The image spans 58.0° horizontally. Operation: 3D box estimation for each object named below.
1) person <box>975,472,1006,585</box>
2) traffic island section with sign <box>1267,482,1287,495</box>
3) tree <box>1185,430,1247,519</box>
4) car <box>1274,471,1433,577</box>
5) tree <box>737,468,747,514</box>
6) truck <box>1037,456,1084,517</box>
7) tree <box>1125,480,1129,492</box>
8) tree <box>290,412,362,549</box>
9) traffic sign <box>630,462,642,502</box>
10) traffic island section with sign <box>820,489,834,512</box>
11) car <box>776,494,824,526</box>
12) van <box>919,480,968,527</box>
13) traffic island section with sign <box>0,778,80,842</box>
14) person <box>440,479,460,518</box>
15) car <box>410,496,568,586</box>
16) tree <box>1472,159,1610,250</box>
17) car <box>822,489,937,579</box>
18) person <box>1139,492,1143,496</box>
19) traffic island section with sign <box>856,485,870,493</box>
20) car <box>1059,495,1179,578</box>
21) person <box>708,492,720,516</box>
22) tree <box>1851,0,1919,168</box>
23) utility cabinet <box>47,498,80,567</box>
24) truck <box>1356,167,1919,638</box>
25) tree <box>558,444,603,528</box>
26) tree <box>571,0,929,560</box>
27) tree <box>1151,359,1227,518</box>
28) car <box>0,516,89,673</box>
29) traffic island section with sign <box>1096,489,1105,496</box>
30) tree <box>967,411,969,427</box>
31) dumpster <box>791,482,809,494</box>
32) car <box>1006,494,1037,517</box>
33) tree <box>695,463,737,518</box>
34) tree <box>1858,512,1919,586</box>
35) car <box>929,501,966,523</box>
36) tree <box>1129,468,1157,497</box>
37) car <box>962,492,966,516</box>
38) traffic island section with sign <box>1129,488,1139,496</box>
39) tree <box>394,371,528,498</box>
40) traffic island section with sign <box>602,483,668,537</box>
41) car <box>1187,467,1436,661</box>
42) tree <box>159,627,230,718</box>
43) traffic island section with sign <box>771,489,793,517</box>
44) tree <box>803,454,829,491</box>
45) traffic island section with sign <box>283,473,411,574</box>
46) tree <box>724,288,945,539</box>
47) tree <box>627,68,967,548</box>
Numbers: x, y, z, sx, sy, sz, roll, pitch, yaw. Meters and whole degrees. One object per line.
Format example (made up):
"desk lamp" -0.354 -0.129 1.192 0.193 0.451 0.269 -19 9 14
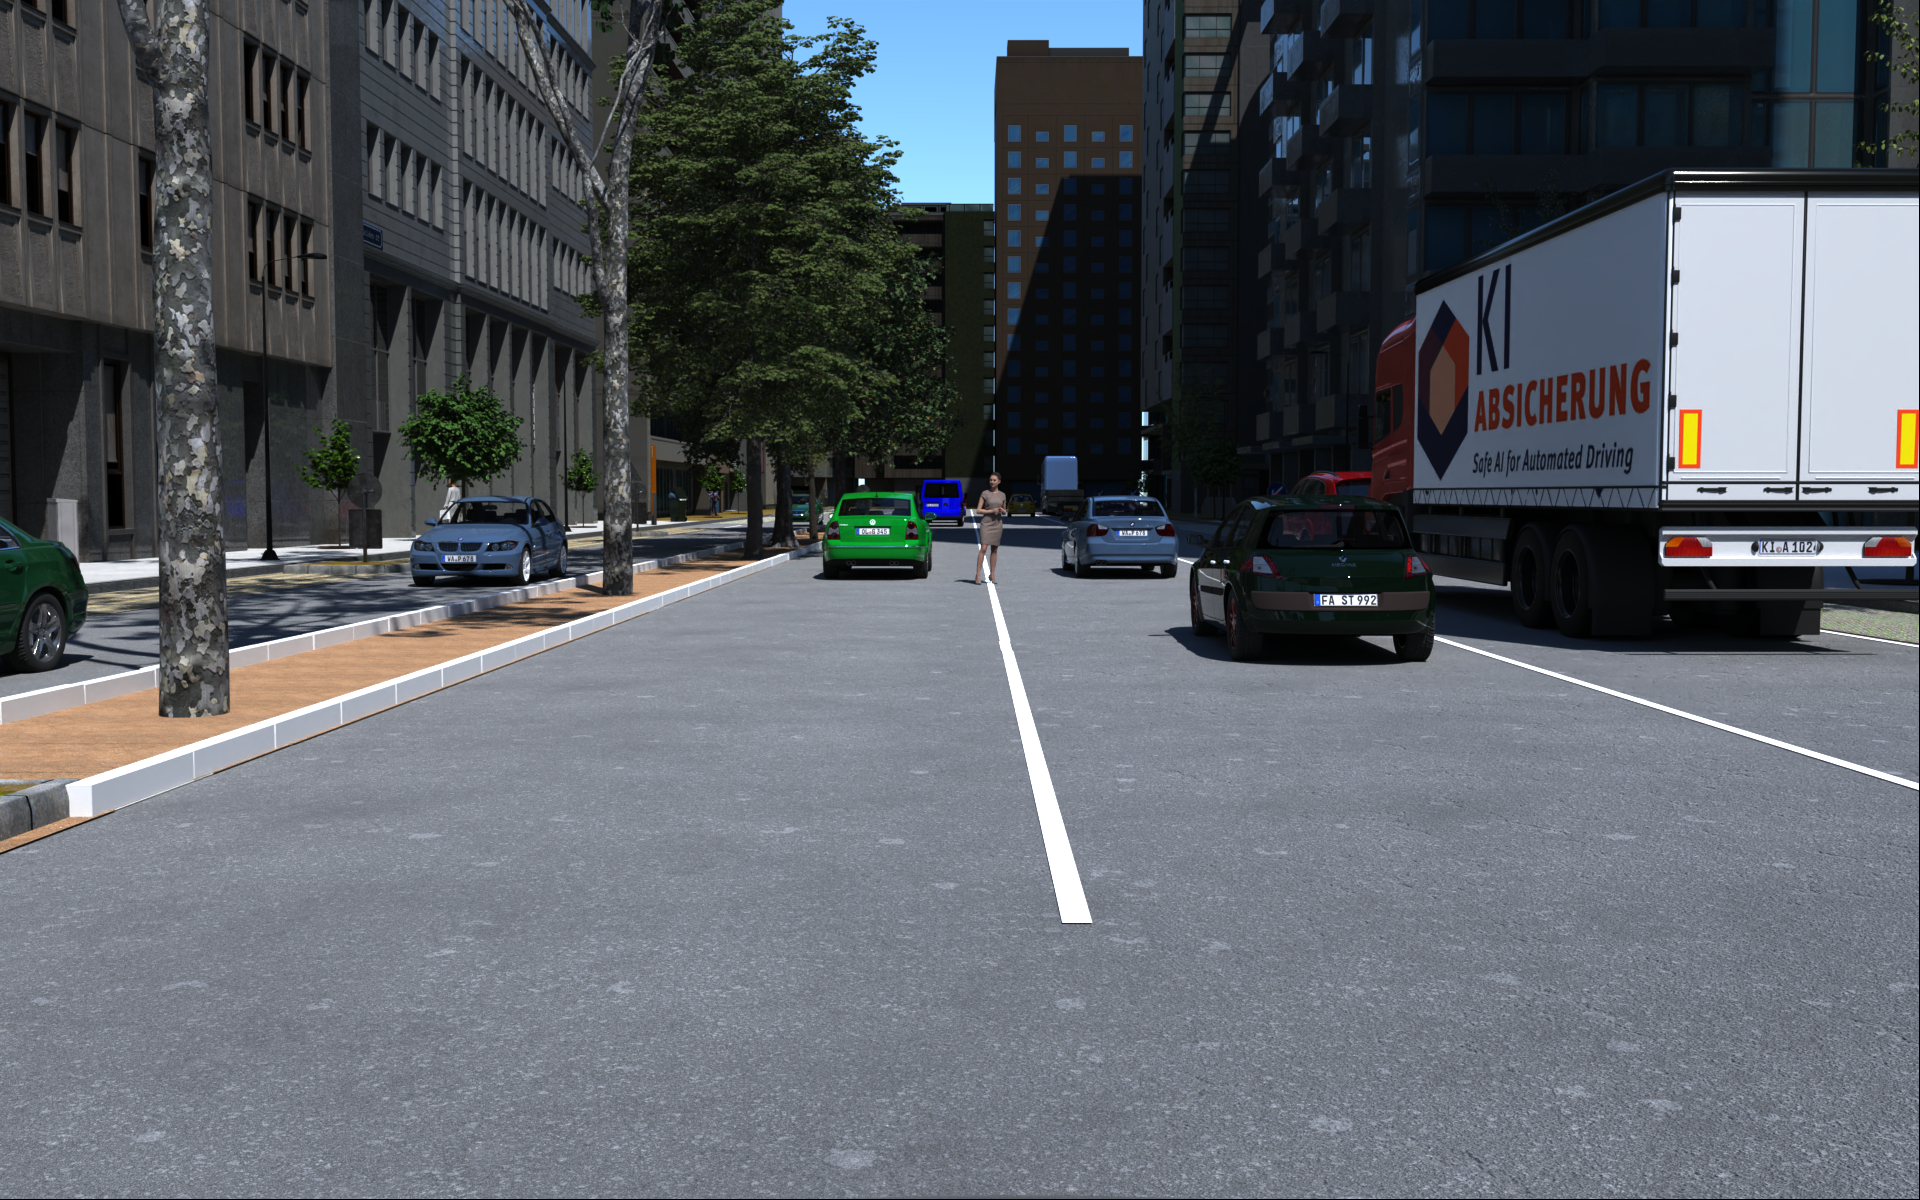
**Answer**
"person" 0.499 -1.144 27.544 0.599 1.781 0.374 -1 4 -22
"traffic island section with sign" 10.543 -3.075 58.910 1.989 1.847 2.006 0 4 0
"tree" 13.126 -6.423 88.727 4.285 4.588 4.351 0 3 0
"car" 6.556 -1.272 29.470 2.281 1.827 5.304 0 4 -1
"tree" -14.276 -7.133 111.230 1.663 3.219 1.824 0 3 0
"truck" 7.285 -7.757 116.593 2.967 4.110 18.799 0 4 -2
"tree" 13.651 -8.574 134.791 1.663 3.219 1.824 0 3 0
"tree" -14.604 -2.826 40.811 1.663 3.219 1.824 0 3 0
"traffic sign" -13.287 -4.276 69.921 0.884 2.594 0.081 0 4 1
"traffic island section with sign" -10.660 -7.806 136.247 1.989 1.847 2.006 0 4 0
"car" -7.161 -4.047 77.960 2.131 1.459 4.920 0 4 0
"van" -0.769 -4.480 77.640 2.240 2.365 5.245 0 4 1
"traffic island section with sign" -4.926 0.086 6.731 2.006 1.907 1.989 0 4 0
"person" -15.124 -2.768 51.649 0.624 1.780 0.694 3 4 39
"car" -7.659 -1.011 28.538 2.014 1.417 4.499 0 4 -1
"tree" 12.672 -5.424 39.045 4.360 8.622 3.978 0 3 0
"car" -1.412 -1.344 30.770 1.959 1.807 4.718 0 4 1
"person" 13.326 -7.493 129.233 1.217 1.739 0.721 -2 4 -31
"traffic island section with sign" -4.624 -4.510 81.869 2.006 1.907 1.989 0 4 0
"car" 2.823 -1.164 31.038 2.014 1.417 4.499 0 4 -1
"person" -14.426 -5.850 101.553 0.709 1.838 0.599 -2 4 -32
"tree" 12.341 -4.216 19.300 4.737 8.622 4.395 0 3 0
"utility cabinet" -13.293 -0.889 25.698 0.306 1.237 1.020 -2 4 -34
"truck" 7.187 -1.933 20.511 2.839 4.237 11.283 0 4 0
"tree" -14.318 -4.380 66.213 1.663 3.219 1.824 0 3 0
"tree" -4.564 -7.155 37.561 7.486 12.596 7.792 0 3 0
"tree" 12.570 -8.774 93.816 4.737 8.622 4.395 0 3 0
"car" -8.303 -0.050 12.612 2.131 1.459 4.920 0 4 2
"traffic island section with sign" 10.849 -7.773 135.715 1.989 1.847 2.006 0 4 0
"tree" -4.478 -8.872 64.527 9.611 12.733 9.660 0 3 0
"dumpster" -10.920 -6.830 116.616 1.985 2.255 1.502 0 4 2
"car" 3.831 -6.020 108.653 2.015 1.641 3.980 0 4 0
"tree" -13.368 -6.083 94.058 1.663 3.219 1.824 0 3 0
"tree" 13.620 -2.513 24.803 4.285 4.588 4.351 0 3 0
"car" -0.760 -4.769 87.009 2.155 1.783 4.494 0 4 -2
"tree" 13.326 -7.807 122.239 1.663 3.219 1.824 0 3 0
"car" -0.602 -6.502 114.985 2.281 1.827 5.304 0 4 0
"traffic island section with sign" 10.740 -6.124 108.760 1.989 1.847 2.006 0 4 0
"tree" -13.406 -3.849 46.652 4.285 4.588 4.351 0 3 0
"traffic island section with sign" -10.984 -3.068 58.793 1.989 1.847 2.006 0 4 0
"car" 3.199 -0.397 16.273 2.009 1.686 4.222 0 4 1
"tree" -6.168 -9.365 11.469 12.611 20.169 13.585 0 3 0
"traffic island section with sign" -10.776 -6.130 108.859 1.989 1.847 2.006 0 4 0
"tree" -12.697 -11.915 145.175 4.737 8.622 4.395 0 3 0
"traffic island section with sign" -11.092 -1.420 31.838 1.989 1.847 2.006 0 4 0
"tree" -4.609 -7.222 54.945 8.767 10.594 7.601 0 4 0
"tree" -4.728 -7.751 46.190 9.611 12.733 9.660 0 3 0
